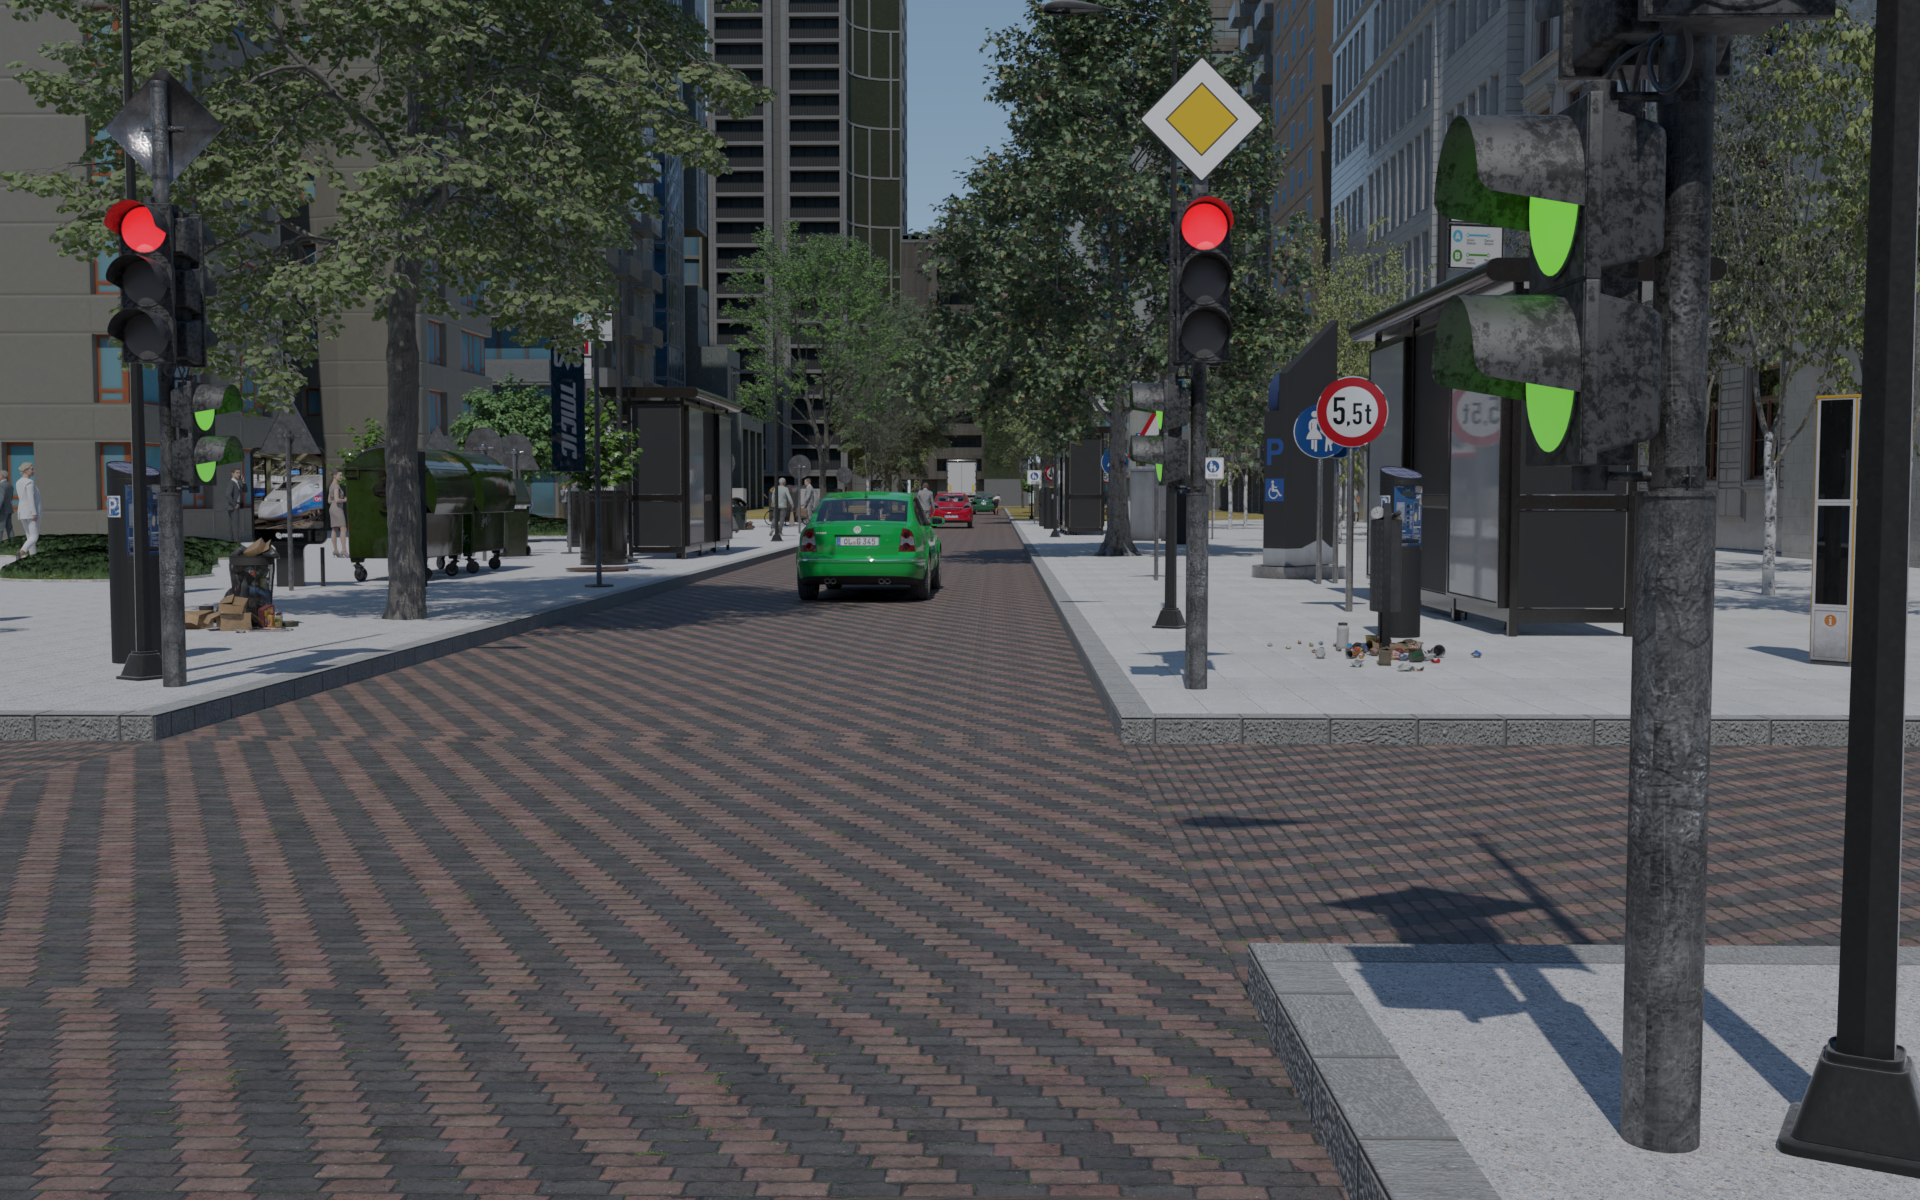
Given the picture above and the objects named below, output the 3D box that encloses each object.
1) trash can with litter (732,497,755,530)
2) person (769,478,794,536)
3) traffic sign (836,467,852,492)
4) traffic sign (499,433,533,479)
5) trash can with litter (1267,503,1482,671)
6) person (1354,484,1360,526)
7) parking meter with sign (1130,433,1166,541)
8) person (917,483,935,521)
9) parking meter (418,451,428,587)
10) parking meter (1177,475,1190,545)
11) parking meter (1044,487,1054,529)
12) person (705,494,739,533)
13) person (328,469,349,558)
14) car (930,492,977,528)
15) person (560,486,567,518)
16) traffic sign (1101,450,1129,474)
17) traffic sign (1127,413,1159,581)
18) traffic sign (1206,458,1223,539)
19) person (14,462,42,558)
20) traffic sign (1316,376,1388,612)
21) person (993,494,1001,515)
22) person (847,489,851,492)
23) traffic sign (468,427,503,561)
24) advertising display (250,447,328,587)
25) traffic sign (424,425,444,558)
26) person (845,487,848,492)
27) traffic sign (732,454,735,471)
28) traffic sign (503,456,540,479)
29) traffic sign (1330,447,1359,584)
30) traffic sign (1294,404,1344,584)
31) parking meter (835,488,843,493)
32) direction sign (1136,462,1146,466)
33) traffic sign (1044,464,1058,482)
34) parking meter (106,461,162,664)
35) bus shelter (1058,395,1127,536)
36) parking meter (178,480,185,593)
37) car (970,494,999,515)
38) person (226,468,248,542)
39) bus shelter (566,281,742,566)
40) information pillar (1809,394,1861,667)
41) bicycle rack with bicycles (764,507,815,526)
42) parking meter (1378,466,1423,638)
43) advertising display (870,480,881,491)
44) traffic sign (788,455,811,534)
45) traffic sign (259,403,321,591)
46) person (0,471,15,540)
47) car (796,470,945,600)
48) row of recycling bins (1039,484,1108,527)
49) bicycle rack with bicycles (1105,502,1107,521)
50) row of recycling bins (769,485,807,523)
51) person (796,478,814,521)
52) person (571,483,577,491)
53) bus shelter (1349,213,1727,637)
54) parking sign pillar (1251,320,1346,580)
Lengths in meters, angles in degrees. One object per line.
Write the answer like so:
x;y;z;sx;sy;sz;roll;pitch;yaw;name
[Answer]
-7.797;-3.082;61.775;0.624;1.170;1.055;2;4;27;trash can with litter
-5.399;-2.830;52.803;0.782;1.767;0.515;1;4;18;person
-5.429;-4.964;81.267;0.768;2.556;0.104;0;4;2;traffic sign
-9.339;-2.217;36.346;0.768;2.556;0.104;0;4;8;traffic sign
3.244;-0.155;13.586;1.678;1.210;2.233;1;4;12;trash can with litter
15.942;-3.854;70.054;0.522;1.701;0.512;2;4;33;person
5.038;-3.129;47.427;1.738;3.016;0.543;1;4;18;parking meter with sign
-1.203;-3.036;58.258;0.709;1.813;0.853;0;4;-3;person
-7.578;-1.111;23.870;0.399;1.863;0.255;1;4;20;parking meter
5.652;-2.344;44.037;0.399;1.863;0.255;0;4;-3;parking meter
3.251;-3.371;63.528;0.372;1.533;0.369;0;3;0;parking meter
-8.069;-3.114;57.178;1.509;1.804;0.699;3;4;38;person
-12.463;-1.739;34.810;0.374;1.781;0.599;-2;4;-35;person
-0.346;-3.950;73.620;2.155;1.783;4.494;0;4;0;car
-19.491;-4.867;85.795;0.592;1.802;0.473;-1;4;-22;person
4.328;-2.958;48.464;0.768;2.556;0.104;0;4;1;traffic sign
2.910;-1.568;25.634;0.884;2.594;0.081;0;4;6;traffic sign
7.135;-2.862;48.918;0.606;2.300;0.079;0;4;5;traffic sign
-16.433;-1.502;30.485;0.514;1.842;0.818;1;4;13;person
4.243;-1.144;18.816;0.768;2.556;0.104;0;4;6;traffic sign
2.515;-6.397;116.284;0.628;1.438;0.799;-1;4;-10;person
-10.269;-9.262;158.272;0.445;1.727;0.742;2;4;26;person
-9.102;-2.017;33.088;0.768;2.556;0.104;1;4;9;traffic sign
-9.267;-1.145;23.936;0.974;1.923;0.123;-1;4;-12;advertising display
-9.877;-2.001;32.724;0.884;2.594;0.081;1;4;11;traffic sign
-7.065;-6.121;106.805;1.217;1.739;0.721;-1;4;-9;person
-6.709;-2.977;48.788;0.768;2.556;0.104;1;4;9;traffic sign
-9.702;-2.336;38.192;0.884;2.594;0.081;0;4;3;traffic sign
5.384;-1.509;24.779;0.768;2.556;0.104;0;4;2;traffic sign
5.114;-1.499;24.610;0.768;2.556;0.104;0;4;5;traffic sign
-5.528;-4.314;78.949;0.372;1.533;0.369;0;3;0;parking meter
6.928;-4.552;66.417;0.379;3.537;0.876;-1;4;-17;direction sign
4.007;-4.544;74.394;0.768;2.556;0.104;0;4;2;traffic sign
-6.284;-0.293;13.208;0.372;1.533;0.369;0;3;0;parking meter
4.188;-4.897;57.694;2.179;5.291;8.768;0;4;1;bus shelter
-10.215;-0.851;22.332;0.372;1.533;0.369;0;3;0;parking meter
1.733;-6.700;121.339;2.131;1.459;4.920;0;4;3;car
-16.981;-2.160;40.719;0.474;1.900;0.648;-1;4;-18;person
-6.150;-3.526;35.278;2.179;5.291;8.768;0;4;1;bus shelter
6.607;-0.519;12.979;0.304;2.012;0.304;-3;5;-40;information pillar
-6.509;-3.468;70.085;2.925;0.926;2.852;0;4;7;bicycle rack with bicycles
3.951;-0.437;15.550;0.372;1.533;0.369;0;3;0;parking meter
-3.790;-4.452;78.006;0.123;1.923;0.974;1;4;19;advertising display
-5.208;-3.428;56.160;0.768;2.556;0.104;1;4;11;traffic sign
-8.872;-1.401;22.910;0.884;2.594;0.081;1;4;10;traffic sign
-21.273;-1.967;38.381;0.590;1.801;0.661;0;4;-7;person
-1.230;-0.977;24.778;1.959;1.807;4.718;0;4;3;car
4.837;-3.744;68.328;3.534;1.692;1.069;1;4;13;row of recycling bins
6.966;-4.203;82.099;2.925;0.926;2.852;3;5;41;bicycle rack with bicycles
-7.668;-4.410;79.222;1.069;1.692;3.534;-2;4;-33;row of recycling bins
-5.133;-3.215;58.729;0.853;1.813;0.709;0;4;-2;person
-16.634;-4.173;74.455;0.661;1.801;0.590;-3;5;-44;person
5.814;-2.570;19.655;2.179;5.291;8.768;0;4;1;bus shelter
5.223;-2.330;26.569;1.447;3.967;1.447;-3;5;-43;parking sign pillar
